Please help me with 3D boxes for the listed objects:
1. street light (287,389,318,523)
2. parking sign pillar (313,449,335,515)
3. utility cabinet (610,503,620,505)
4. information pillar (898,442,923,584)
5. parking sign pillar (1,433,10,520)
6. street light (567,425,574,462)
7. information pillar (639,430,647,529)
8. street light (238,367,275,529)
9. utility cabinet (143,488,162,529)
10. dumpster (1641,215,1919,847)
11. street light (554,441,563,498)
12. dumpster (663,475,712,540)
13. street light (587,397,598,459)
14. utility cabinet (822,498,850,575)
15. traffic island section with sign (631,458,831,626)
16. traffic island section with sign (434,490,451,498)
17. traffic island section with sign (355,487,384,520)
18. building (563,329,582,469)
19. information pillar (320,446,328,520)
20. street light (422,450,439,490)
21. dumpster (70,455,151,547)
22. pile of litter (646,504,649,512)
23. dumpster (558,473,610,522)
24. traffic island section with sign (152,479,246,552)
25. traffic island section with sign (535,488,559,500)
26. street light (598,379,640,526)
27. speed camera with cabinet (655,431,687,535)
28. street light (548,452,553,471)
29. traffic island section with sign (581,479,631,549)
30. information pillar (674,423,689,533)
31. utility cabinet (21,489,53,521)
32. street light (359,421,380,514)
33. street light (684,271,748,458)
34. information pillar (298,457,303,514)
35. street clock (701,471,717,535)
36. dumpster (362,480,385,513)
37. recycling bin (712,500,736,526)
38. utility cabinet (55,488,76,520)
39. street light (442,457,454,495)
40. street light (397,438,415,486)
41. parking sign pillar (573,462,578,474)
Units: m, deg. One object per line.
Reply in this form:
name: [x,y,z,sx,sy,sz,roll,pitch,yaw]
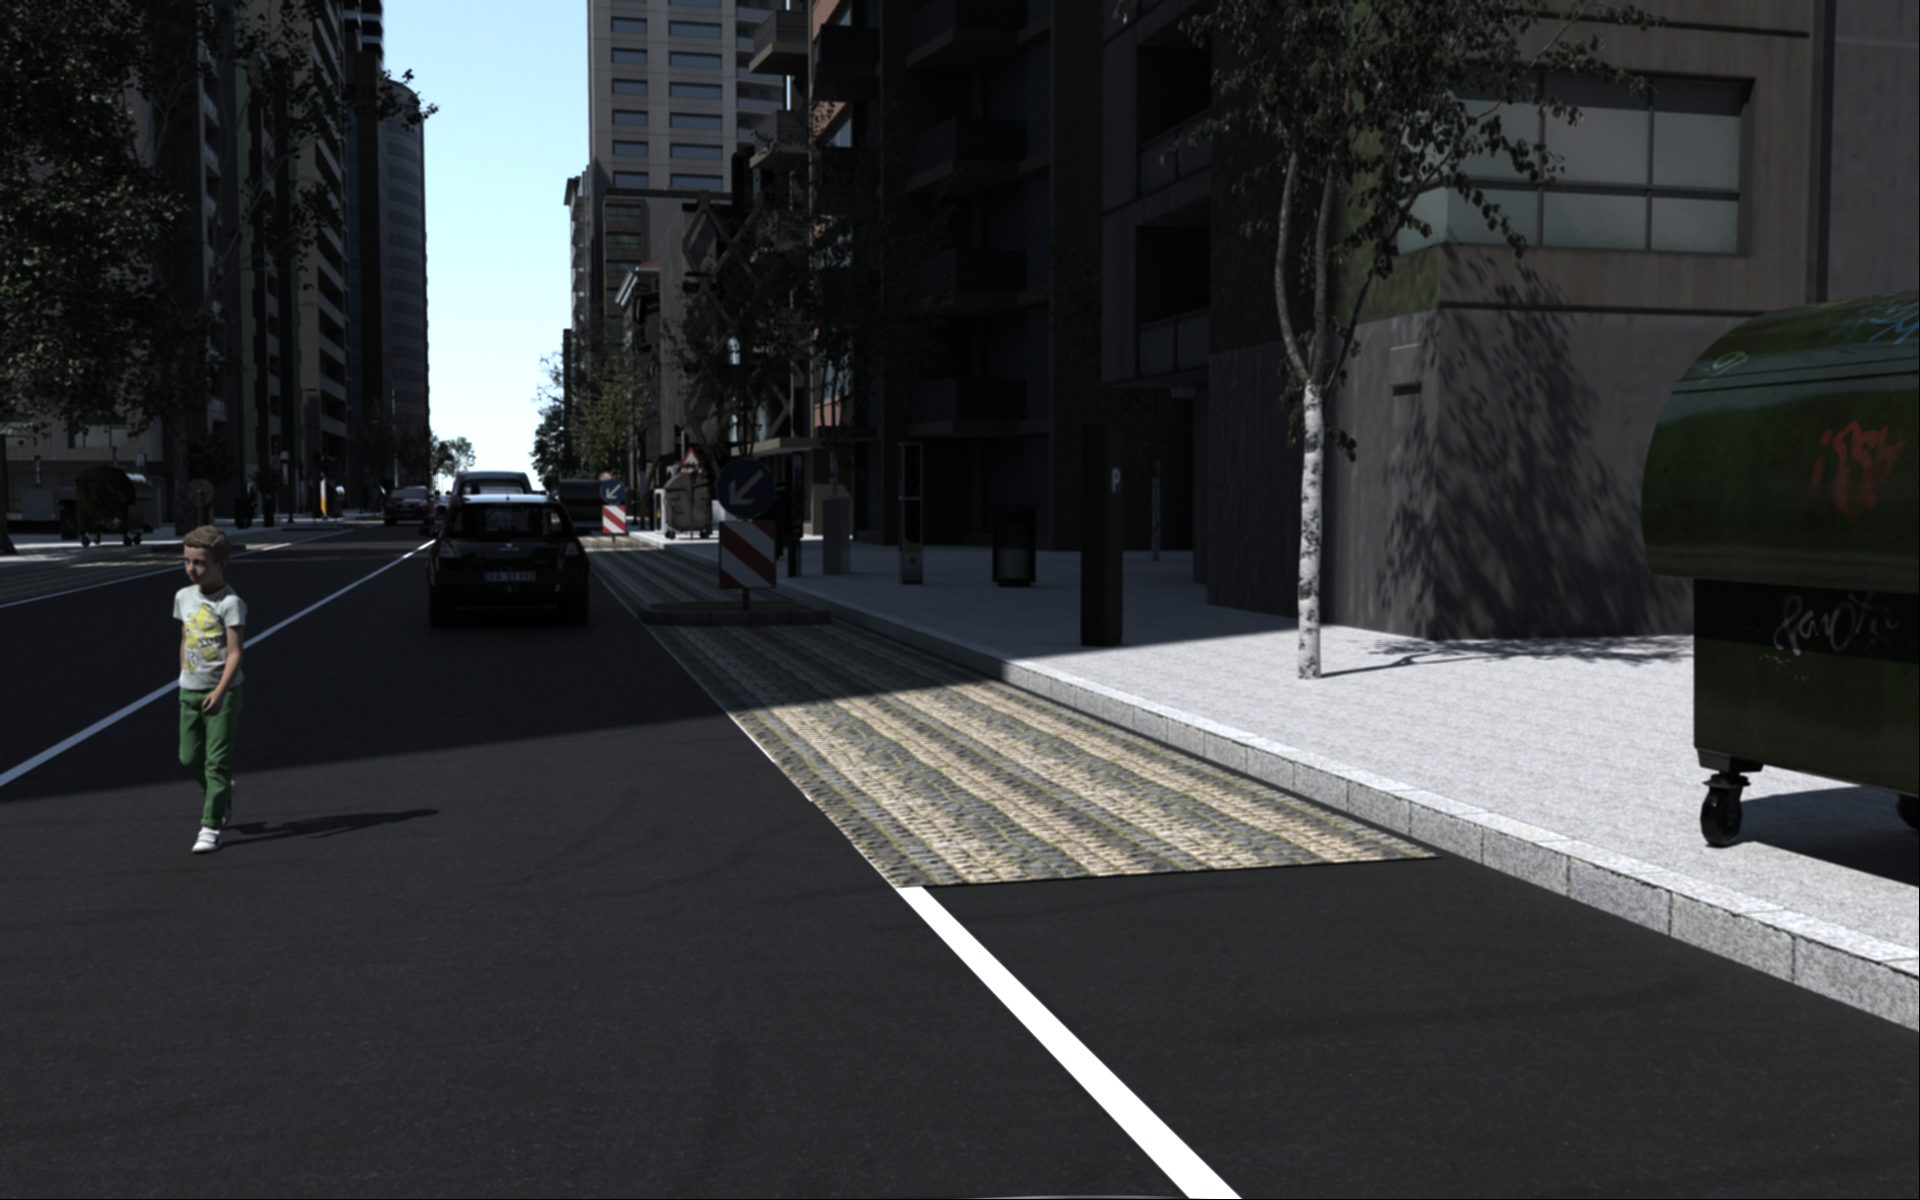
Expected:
street light: [-28.942,-6.341,76.211,1.470,5.913,1.316,-1,4,-14]
parking sign pillar: [-37.867,-7.024,103.307,1.447,3.967,1.447,-1,4,-15]
utility cabinet: [-19.241,-5.142,95.237,1.020,1.237,0.306,-3,4,-36]
information pillar: [-0.704,-1.237,24.722,0.304,2.012,0.304,-1,4,-12]
parking sign pillar: [-42.942,-5.400,76.759,1.447,3.967,1.447,-1,4,-16]
street light: [-25.680,-8.837,117.027,1.470,5.913,1.316,-1,4,-14]
information pillar: [-11.615,-4.407,63.413,0.183,3.616,0.504,-2,4,-29]
street light: [-25.701,-5.548,63.251,1.470,5.913,1.316,-1,4,-14]
utility cabinet: [-29.857,-3.340,63.289,1.173,1.500,0.318,0,4,-6]
dumpster: [3.452,-0.191,5.619,1.502,2.255,1.985,-1,4,-14]
street light: [-35.803,-11.279,156.949,1.470,5.913,1.316,-1,4,-14]
dumpster: [-7.740,-2.661,49.262,1.264,1.857,1.865,-1,4,-14]
street light: [-17.051,-6.769,83.207,1.470,5.913,1.316,-1,4,-14]
utility cabinet: [-2.002,-1.030,28.009,0.306,1.237,1.020,0,4,5]
traffic island section with sign: [-2.620,-0.672,19.615,1.989,1.847,2.006,-1,4,-14]
traffic island section with sign: [-51.762,-9.978,171.774,1.989,1.847,2.006,-1,4,-14]
traffic island section with sign: [-32.597,-5.376,96.531,1.989,1.847,2.006,-1,4,-14]
building: [-61.820,-32.400,301.437,14.160,30.474,14.107,-1,4,-14]
information pillar: [-31.358,-5.747,85.323,0.183,3.616,0.504,-3,5,-41]
street light: [-56.137,-12.861,182.812,1.470,5.913,1.316,-1,4,-14]
dumpster: [-21.157,-2.488,43.171,1.502,2.255,1.985,-1,4,-14]
pile of litter: [-17.507,-5.058,96.665,1.176,0.858,1.719,-3,5,-41]
dumpster: [-14.672,-3.835,67.652,1.985,2.255,1.502,-1,4,-13]
traffic island section with sign: [-19.148,-2.142,43.648,1.989,1.847,2.006,-1,4,-14]
traffic island section with sign: [-29.750,-7.189,126.162,1.989,1.847,2.006,-1,4,-14]
street light: [-13.734,-5.968,70.119,1.470,5.913,1.316,-1,4,-14]
speed camera with cabinet: [-9.150,-3.708,54.960,0.660,3.252,2.038,-2,4,-26]
street light: [-44.502,-13.385,191.382,1.470,5.913,1.316,-1,4,-14]
traffic island section with sign: [-9.378,-2.296,46.160,1.989,1.847,2.006,-1,4,-14]
information pillar: [-9.207,-4.033,57.289,0.504,3.616,0.183,-1,4,-18]
utility cabinet: [-40.076,-4.068,75.187,0.318,1.500,1.173,2,4,34]
street light: [-37.631,-8.427,110.326,1.470,5.913,1.316,-1,4,-14]
street light: [-5.049,-3.900,36.312,1.470,5.913,1.316,-1,4,-14]
information pillar: [-41.530,-7.203,109.119,0.183,3.616,0.504,-3,5,-39]
street clock: [-7.872,-3.040,54.271,0.471,2.002,0.358,0,4,2]
dumpster: [-40.864,-7.220,120.542,1.502,2.255,1.985,-1,4,-14]
recycling bin: [-9.649,-3.566,70.866,0.722,1.027,0.722,2,4,35]
utility cabinet: [-32.468,-3.333,63.172,0.318,1.500,1.173,1,4,8]
street light: [-68.063,-15.719,229.539,1.470,5.913,1.316,-1,4,-14]
street light: [-47.505,-10.791,148.966,1.470,5.913,1.316,-1,4,-14]
parking sign pillar: [-32.787,-9.736,147.657,1.447,3.967,1.447,-1,4,-13]
